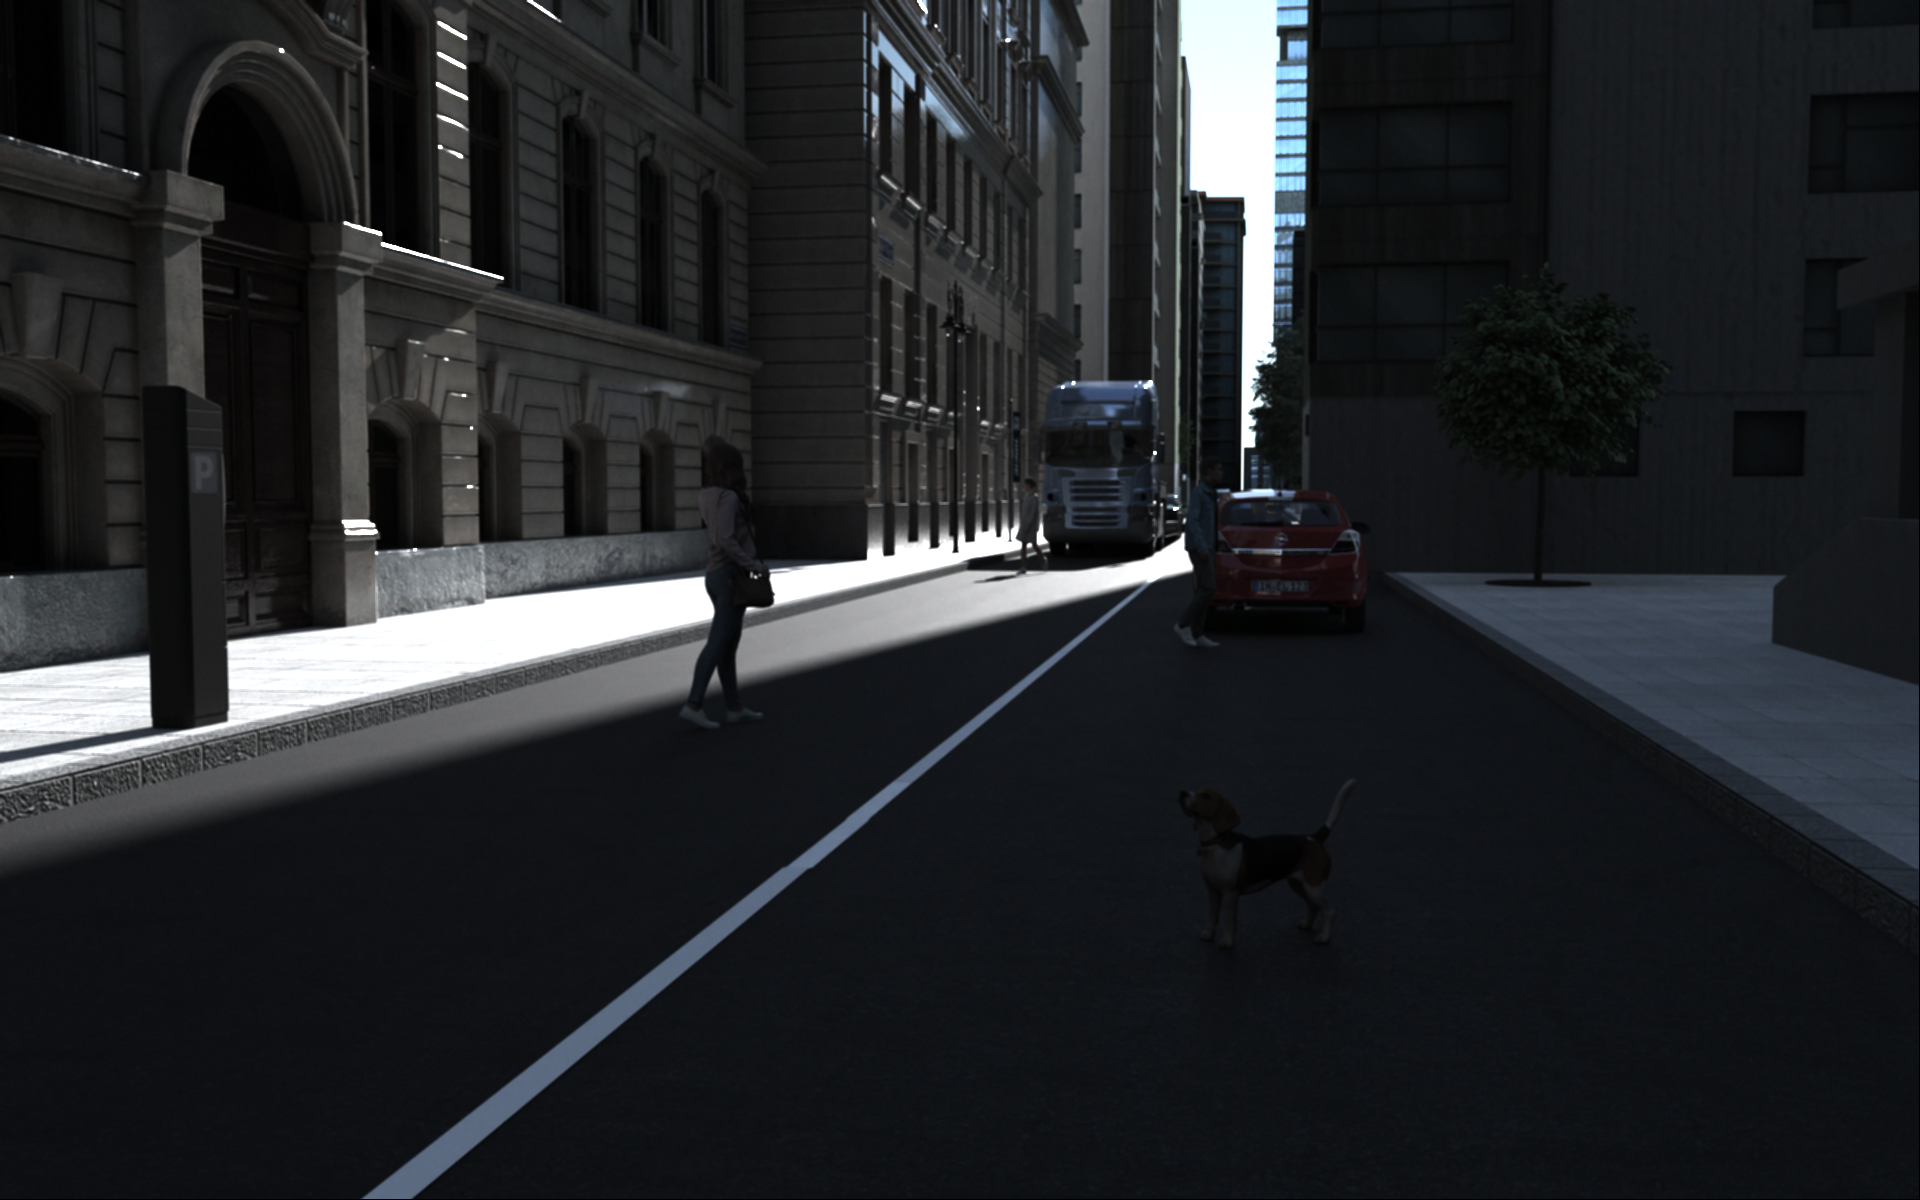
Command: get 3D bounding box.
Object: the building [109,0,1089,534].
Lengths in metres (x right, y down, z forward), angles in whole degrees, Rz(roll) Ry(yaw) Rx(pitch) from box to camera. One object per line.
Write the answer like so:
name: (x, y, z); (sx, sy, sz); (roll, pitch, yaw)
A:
building: (-12.802, -15.233, 68.147); (34.723, 24.649, 14.460); (1, 4, 10)

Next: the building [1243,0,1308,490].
building: (55.821, -56.864, 242.397); (31.000, 86.520, 22.319); (1, 4, 10)

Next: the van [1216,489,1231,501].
van: (21.331, -8.192, 140.953); (2.013, 2.044, 4.112); (1, 4, 10)

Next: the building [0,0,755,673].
building: (-11.788, -12.038, 15.906); (14.460, 24.649, 34.723); (1, 4, 10)

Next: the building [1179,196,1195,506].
building: (14.248, -23.881, 162.154); (14.160, 30.474, 14.107); (1, 4, 10)

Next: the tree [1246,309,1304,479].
tree: (22.947, -12.633, 113.198); (9.857, 13.997, 8.962); (0, 3, 0)

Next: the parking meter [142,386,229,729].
parking meter: (-4.279, -0.237, 9.589); (0.255, 1.863, 0.399); (1, 4, 12)

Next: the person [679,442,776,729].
person: (-1.486, -0.100, 10.726); (0.643, 1.750, 0.593); (-2, 4, -29)

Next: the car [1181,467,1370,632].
car: (3.569, -0.644, 19.564); (2.155, 1.783, 4.494); (1, 4, 9)

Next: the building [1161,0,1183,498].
building: (3.697, -24.633, 86.350); (14.154, 41.232, 14.086); (1, 4, 10)

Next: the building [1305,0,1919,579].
building: (13.816, -15.994, 33.197); (14.160, 30.474, 14.107); (1, 4, 10)

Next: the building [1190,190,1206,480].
building: (18.116, -31.947, 214.220); (23.993, 40.220, 32.217); (1, 4, 10)

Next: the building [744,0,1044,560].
building: (-5.291, -15.186, 45.559); (12.463, 27.353, 25.104); (1, 4, 10)

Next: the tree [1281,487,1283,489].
tree: (43.032, -14.336, 228.994); (1.663, 3.219, 1.824); (0, 3, 0)

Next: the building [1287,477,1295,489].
building: (48.690, -29.238, 169.918); (32.217, 40.220, 23.993); (1, 4, 10)

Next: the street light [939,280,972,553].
street light: (-0.093, -3.958, 37.505); (0.468, 5.910, 1.993); (1, 4, 10)

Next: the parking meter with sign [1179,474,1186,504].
parking meter with sign: (19.236, -9.639, 153.861); (0.543, 3.016, 1.738); (-3, 5, -44)

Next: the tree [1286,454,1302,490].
tree: (24.684, -8.458, 122.007); (4.285, 4.588, 4.351); (0, 3, 0)

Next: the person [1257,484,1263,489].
person: (11.106, -3.384, 63.932); (0.767, 1.812, 0.694); (1, 4, 13)

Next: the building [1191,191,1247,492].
building: (26.206, -36.297, 248.074); (28.867, 44.769, 22.147); (1, 4, 10)

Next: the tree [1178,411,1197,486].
tree: (18.264, -12.056, 147.478); (4.737, 8.622, 4.395); (0, 3, 0)

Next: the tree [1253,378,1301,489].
tree: (28.169, -13.340, 143.872); (9.928, 11.665, 9.643); (0, 3, 0)

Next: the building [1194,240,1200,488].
building: (18.922, -25.591, 190.106); (14.160, 30.474, 14.107); (1, 4, 10)

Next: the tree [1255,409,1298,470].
tree: (30.351, -13.398, 153.469); (8.767, 10.594, 7.601); (-1, 4, -10)

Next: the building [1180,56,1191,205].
building: (16.087, -32.147, 175.720); (14.600, 45.320, 14.200); (1, 4, 10)

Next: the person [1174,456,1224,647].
person: (2.237, -0.447, 16.158); (0.444, 1.785, 0.601); (2, 4, 29)

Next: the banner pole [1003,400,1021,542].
banner pole: (1.443, -3.441, 46.283); (0.401, 3.779, 0.863); (2, 4, 27)

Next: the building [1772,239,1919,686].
building: (21.699, -19.099, 4.153); (32.217, 40.220, 23.993); (1, 4, 10)

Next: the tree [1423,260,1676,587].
tree: (8.202, -2.487, 24.379); (4.285, 4.588, 4.351); (0, 3, 0)

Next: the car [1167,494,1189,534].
car: (7.416, -3.202, 64.155); (2.131, 1.459, 4.920); (1, 4, 10)

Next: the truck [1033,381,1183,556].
truck: (4.479, -3.505, 47.068); (2.967, 4.110, 18.799); (1, 4, 10)

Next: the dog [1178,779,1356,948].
dog: (0.984, 0.841, 5.540); (0.406, 0.507, 0.540); (2, 4, 31)

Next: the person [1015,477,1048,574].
person: (1.274, -1.340, 31.158); (0.466, 1.731, 0.760); (3, 4, 37)

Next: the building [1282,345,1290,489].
building: (53.575, -22.366, 210.721); (27.650, 21.520, 28.899); (1, 4, 10)
